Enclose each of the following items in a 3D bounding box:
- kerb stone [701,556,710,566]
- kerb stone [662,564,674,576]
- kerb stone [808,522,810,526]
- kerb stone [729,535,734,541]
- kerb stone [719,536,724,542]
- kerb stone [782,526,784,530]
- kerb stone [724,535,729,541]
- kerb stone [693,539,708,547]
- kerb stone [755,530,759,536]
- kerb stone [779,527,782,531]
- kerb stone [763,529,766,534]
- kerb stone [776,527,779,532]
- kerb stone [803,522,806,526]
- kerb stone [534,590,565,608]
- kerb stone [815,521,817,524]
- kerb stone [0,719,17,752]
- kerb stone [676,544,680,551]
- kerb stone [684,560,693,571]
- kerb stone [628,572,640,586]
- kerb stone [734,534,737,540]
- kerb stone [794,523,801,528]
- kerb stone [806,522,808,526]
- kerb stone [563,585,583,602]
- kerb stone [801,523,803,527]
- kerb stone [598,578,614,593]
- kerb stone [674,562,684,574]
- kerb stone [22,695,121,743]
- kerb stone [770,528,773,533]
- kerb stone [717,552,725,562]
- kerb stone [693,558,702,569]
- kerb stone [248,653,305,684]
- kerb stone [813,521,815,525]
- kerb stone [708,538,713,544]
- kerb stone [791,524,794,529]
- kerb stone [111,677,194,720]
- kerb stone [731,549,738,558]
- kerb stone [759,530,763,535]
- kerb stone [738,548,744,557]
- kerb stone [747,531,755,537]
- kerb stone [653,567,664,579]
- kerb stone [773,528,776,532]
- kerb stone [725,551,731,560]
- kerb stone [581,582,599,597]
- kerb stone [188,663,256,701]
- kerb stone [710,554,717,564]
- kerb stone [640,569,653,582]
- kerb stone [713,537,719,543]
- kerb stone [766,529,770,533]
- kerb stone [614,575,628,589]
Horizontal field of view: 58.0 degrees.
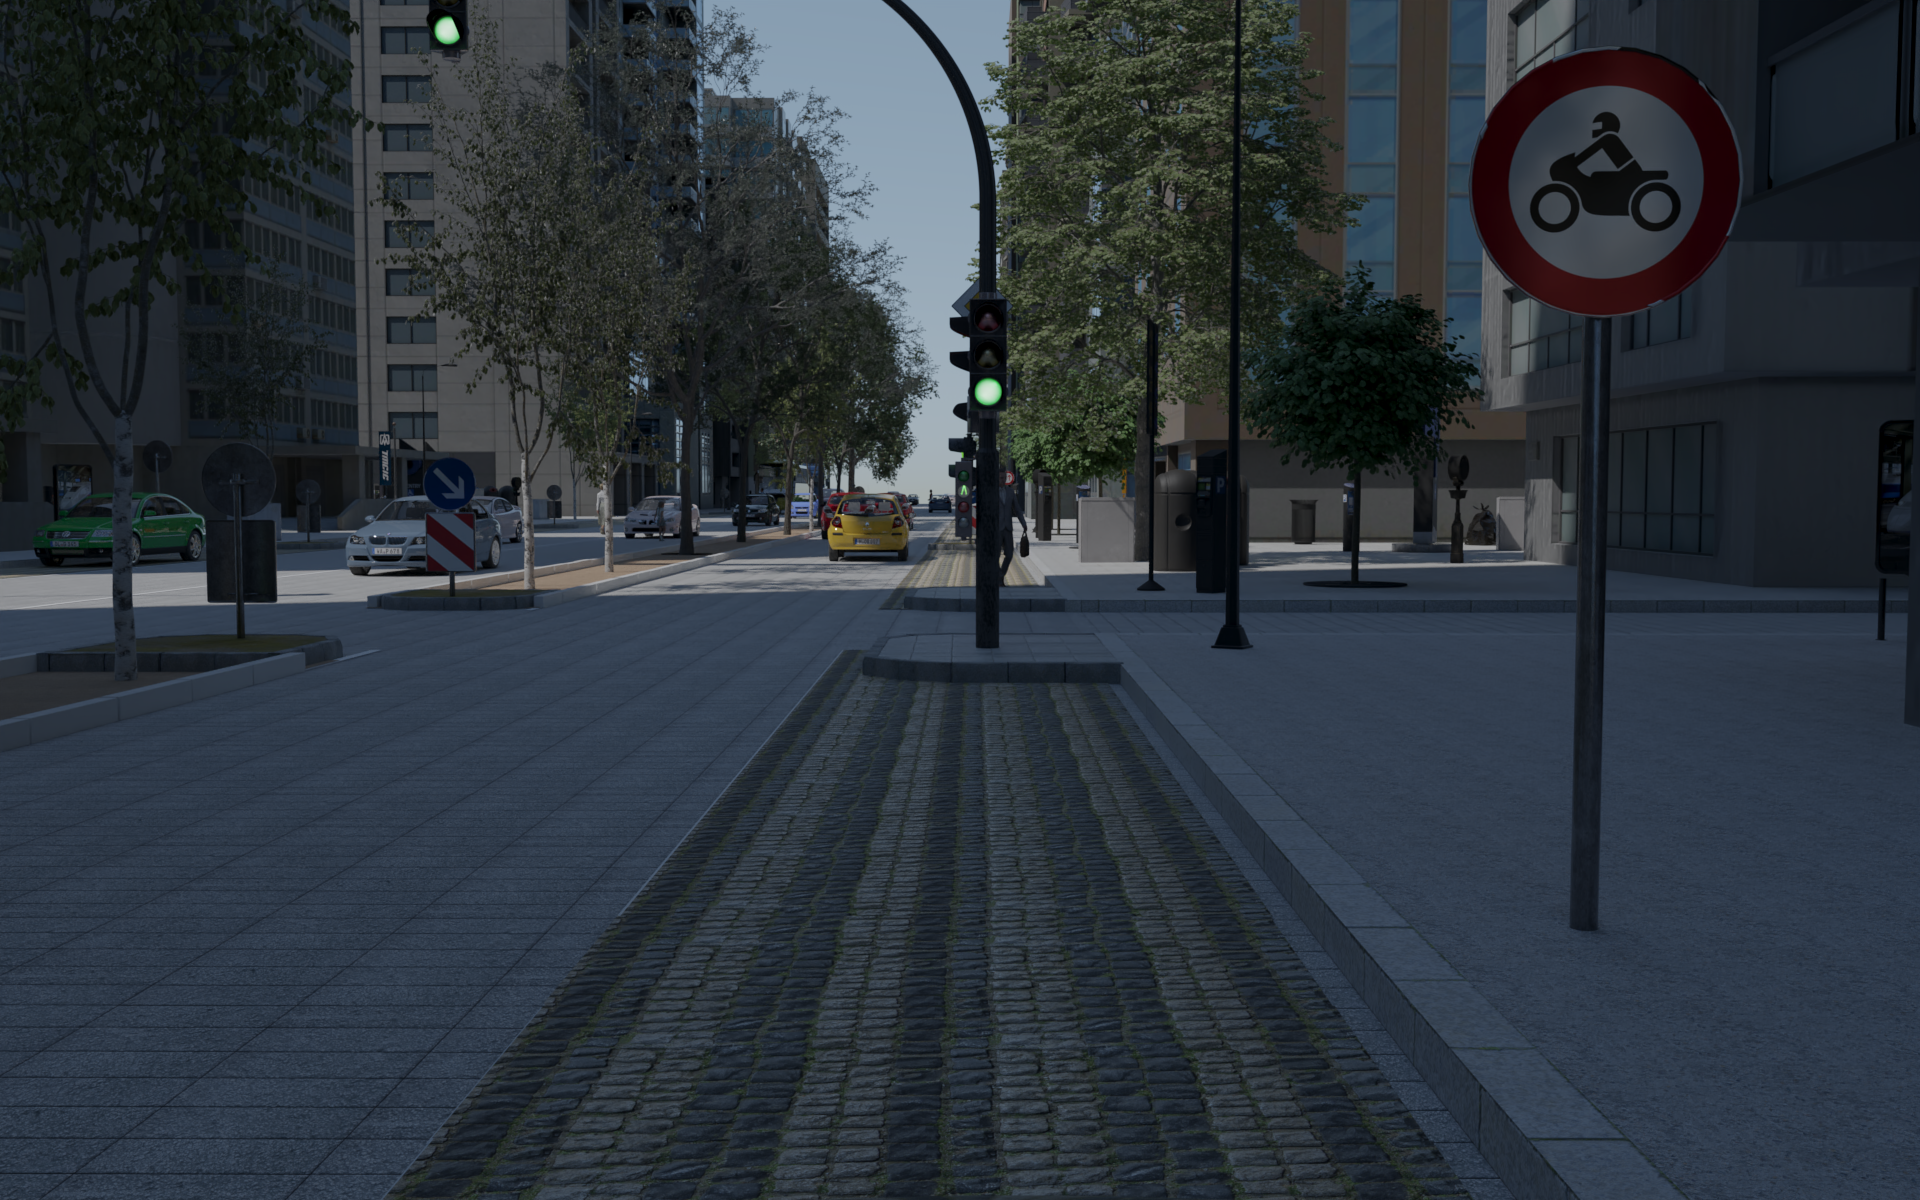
[{"bbox_3d":[-5.177,-0.754,34.540,0.120,0.150,1.000,0,4,0],"label":"kerb stone"},{"bbox_3d":[-5.213,-0.504,30.437,0.120,0.150,1.000,0,4,0],"label":"kerb stone"},{"bbox_3d":[-6.921,-3.382,77.613,0.120,0.150,1.000,0,4,0],"label":"kerb stone"},{"bbox_3d":[-7.122,-1.883,53.014,0.120,0.150,1.000,0,4,0],"label":"kerb stone"},{"bbox_3d":[-7.146,-1.759,50.966,0.120,0.150,1.000,0,4,0],"label":"kerb stone"},{"bbox_3d":[-7.010,-2.759,67.345,0.120,0.150,1.000,0,4,0],"label":"kerb stone"},{"bbox_3d":[-7.127,-1.818,51.988,0.120,0.150,1.000,0,4,0],"label":"kerb stone"},{"bbox_3d":[-7.173,-1.571,47.878,0.120,0.150,1.000,0,4,0],"label":"kerb stone"},{"bbox_3d":[-7.074,-2.260,59.162,0.120,0.150,1.000,0,4,0],"label":"kerb stone"},{"bbox_3d":[-7.020,-2.698,66.323,0.120,0.150,1.000,0,4,0],"label":"kerb stone"},{"bbox_3d":[-7.057,-2.384,61.210,0.120,0.150,1.000,0,4,0],"label":"kerb stone"},{"bbox_3d":[-7.020,-2.636,65.297,0.120,0.150,1.000,0,4,0],"label":"kerb stone"},{"bbox_3d":[-6.941,-3.263,75.539,0.120,0.150,1.000,0,4,0],"label":"kerb stone"},{"bbox_3d":[-5.289,-0.003,22.255,0.120,0.150,1.000,0,4,0],"label":"kerb stone"},{"bbox_3d":[-6.902,-3.577,80.703,0.120,0.150,1.000,0,4,0],"label":"kerb stone"},{"bbox_3d":[-5.392,0.786,9.417,0.120,0.150,1.000,0,4,0],"label":"kerb stone"},{"bbox_3d":[-7.201,-1.320,43.778,0.120,0.150,1.000,0,4,0],"label":"kerb stone"},{"bbox_3d":[-5.196,-0.629,32.487,0.120,0.150,1.000,0,4,0],"label":"kerb stone"},{"bbox_3d":[-5.247,-0.315,27.372,0.120,0.150,1.000,0,4,0],"label":"kerb stone"},{"bbox_3d":[-7.119,-1.947,54.036,0.120,0.150,1.000,0,4,0],"label":"kerb stone"},{"bbox_3d":[-6.957,-3.137,73.488,0.120,0.150,1.000,0,4,0],"label":"kerb stone"},{"bbox_3d":[-6.931,-3.326,76.572,0.120,0.150,1.000,0,4,0],"label":"kerb stone"},{"bbox_3d":[-5.280,-0.066,23.277,0.120,0.150,1.000,0,4,0],"label":"kerb stone"},{"bbox_3d":[-6.954,-3.200,74.517,0.120,0.150,1.000,0,4,0],"label":"kerb stone"},{"bbox_3d":[-5.258,-0.192,25.328,0.120,0.150,1.000,0,4,0],"label":"kerb stone"},{"bbox_3d":[-5.204,-0.567,31.464,0.120,0.150,1.000,0,4,0],"label":"kerb stone"},{"bbox_3d":[-5.384,0.722,10.440,0.120,0.150,1.000,0,4,0],"label":"kerb stone"},{"bbox_3d":[-7.039,-2.511,63.254,0.120,0.150,1.000,0,4,0],"label":"kerb stone"},{"bbox_3d":[-5.160,-0.877,36.590,0.120,0.150,1.000,0,4,0],"label":"kerb stone"},{"bbox_3d":[-5.188,-0.687,33.510,0.120,0.150,1.000,0,4,0],"label":"kerb stone"},{"bbox_3d":[-5.361,0.531,13.514,0.120,0.150,1.000,0,4,0],"label":"kerb stone"},{"bbox_3d":[-6.900,-3.508,79.681,0.120,0.150,1.000,0,4,0],"label":"kerb stone"},{"bbox_3d":[-7.169,-1.634,48.904,0.120,0.150,1.000,0,4,0],"label":"kerb stone"},{"bbox_3d":[-6.983,-2.949,70.422,0.120,0.150,1.000,0,4,0],"label":"kerb stone"},{"bbox_3d":[-5.370,0.656,11.463,0.120,0.150,1.000,0,4,0],"label":"kerb stone"},{"bbox_3d":[-5.143,-1.006,38.647,0.120,0.150,1.000,0,4,0],"label":"kerb stone"},{"bbox_3d":[-7.068,-2.324,60.188,0.120,0.150,1.000,0,4,0],"label":"kerb stone"},{"bbox_3d":[-5.138,-1.068,39.671,0.120,0.150,1.000,0,4,0],"label":"kerb stone"},{"bbox_3d":[-7.089,-2.198,58.140,0.120,0.150,1.000,0,4,0],"label":"kerb stone"},{"bbox_3d":[-5.224,-0.438,29.416,0.120,0.150,1.000,0,4,0],"label":"kerb stone"},{"bbox_3d":[-7.041,-2.572,64.276,0.120,0.150,1.000,0,4,0],"label":"kerb stone"},{"bbox_3d":[-5.153,-0.941,37.617,0.120,0.150,1.000,0,4,0],"label":"kerb stone"},{"bbox_3d":[-5.274,-0.126,24.300,0.120,0.150,1.000,0,4,0],"label":"kerb stone"},{"bbox_3d":[-5.367,0.594,12.488,0.120,0.150,1.000,0,4,0],"label":"kerb stone"},{"bbox_3d":[-5.172,-0.817,35.561,0.120,0.150,1.000,0,4,0],"label":"kerb stone"},{"bbox_3d":[-5.236,-0.379,28.394,0.120,0.150,1.000,0,4,0],"label":"kerb stone"},{"bbox_3d":[-7.159,-1.696,49.929,0.120,0.150,1.000,0,4,0],"label":"kerb stone"},{"bbox_3d":[-7.050,-2.449,62.232,0.120,0.150,1.000,0,4,0],"label":"kerb stone"},{"bbox_3d":[-5.253,-0.254,26.350,0.120,0.150,1.000,0,4,0],"label":"kerb stone"}]
